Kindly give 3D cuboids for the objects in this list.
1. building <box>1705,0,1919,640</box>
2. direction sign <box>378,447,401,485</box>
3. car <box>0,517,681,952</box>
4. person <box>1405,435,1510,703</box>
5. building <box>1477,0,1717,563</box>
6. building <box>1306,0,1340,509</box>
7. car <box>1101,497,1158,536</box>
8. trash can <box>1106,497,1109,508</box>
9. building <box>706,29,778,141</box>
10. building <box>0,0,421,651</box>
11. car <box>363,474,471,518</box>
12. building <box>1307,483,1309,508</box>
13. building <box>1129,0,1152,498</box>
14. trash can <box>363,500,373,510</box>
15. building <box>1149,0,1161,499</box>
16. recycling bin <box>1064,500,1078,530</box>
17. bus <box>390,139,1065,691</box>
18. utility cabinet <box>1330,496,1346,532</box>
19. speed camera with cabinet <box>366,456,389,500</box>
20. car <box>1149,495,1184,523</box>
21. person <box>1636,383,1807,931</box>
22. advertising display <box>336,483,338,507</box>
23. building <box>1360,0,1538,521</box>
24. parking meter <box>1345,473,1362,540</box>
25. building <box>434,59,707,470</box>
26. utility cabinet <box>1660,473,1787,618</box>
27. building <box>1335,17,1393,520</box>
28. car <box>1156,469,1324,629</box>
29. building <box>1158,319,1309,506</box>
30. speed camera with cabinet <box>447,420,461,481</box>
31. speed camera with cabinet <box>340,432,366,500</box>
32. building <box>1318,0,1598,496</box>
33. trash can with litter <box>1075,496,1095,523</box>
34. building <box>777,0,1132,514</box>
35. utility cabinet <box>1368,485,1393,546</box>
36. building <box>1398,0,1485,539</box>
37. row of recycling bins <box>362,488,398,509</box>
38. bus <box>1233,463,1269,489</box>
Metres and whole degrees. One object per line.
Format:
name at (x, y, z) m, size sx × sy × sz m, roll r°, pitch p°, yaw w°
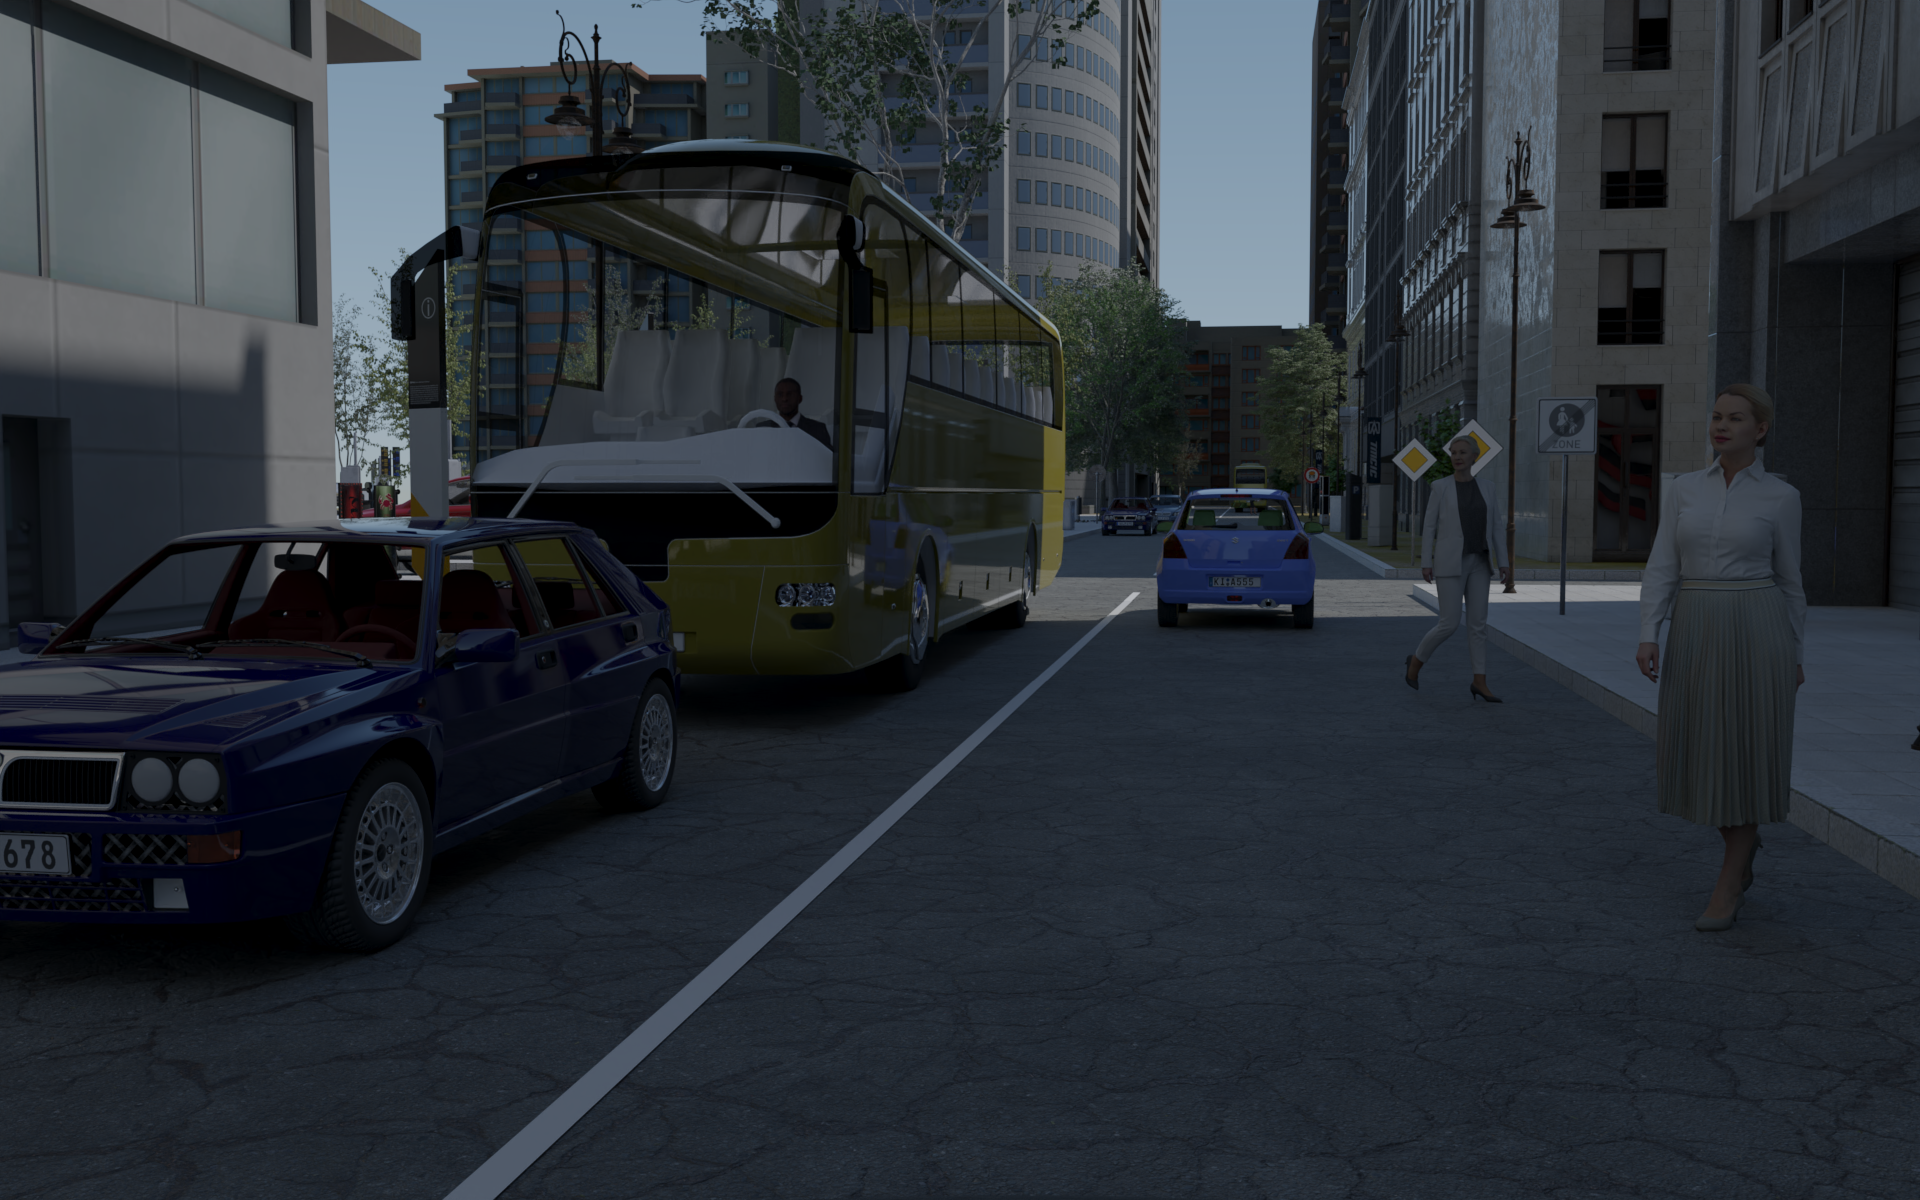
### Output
building at (13.297, -11.710, 9.476) m, size 12.078 × 24.808 × 19.932 m, roll 1°, pitch 4°, yaw 9°
direction sign at (-27.201, -5.553, 82.795) m, size 0.876 × 3.537 × 0.379 m, roll -1°, pitch 4°, yaw -17°
car at (-2.430, 0.356, 6.754) m, size 1.945 × 1.354 × 3.894 m, roll 1°, pitch 4°, yaw 10°
person at (3.487, -0.232, 12.167) m, size 0.514 × 1.842 × 0.818 m, roll -2°, pitch 4°, yaw -29°
building at (20.130, -11.057, 35.533) m, size 16.860 × 20.320 × 10.420 m, roll 1°, pitch 4°, yaw 9°
building at (38.483, -30.855, 154.588) m, size 14.600 × 45.320 × 14.200 m, roll 1°, pitch 4°, yaw 9°
car at (5.953, -2.936, 60.588) m, size 1.945 × 1.354 × 3.894 m, roll 1°, pitch 4°, yaw 11°
trash can at (8.379, -5.331, 98.811) m, size 0.748 × 1.137 × 0.748 m, roll 0°, pitch 3°, yaw 0°
building at (-12.015, -33.637, 173.663) m, size 21.600 × 48.544 × 21.300 m, roll 1°, pitch 4°, yaw 9°
building at (-20.860, -25.669, 8.925) m, size 27.495 × 52.752 × 28.713 m, roll 1°, pitch 4°, yaw 9°
car at (-8.206, -1.308, 30.067) m, size 5.304 × 1.827 × 2.281 m, roll 1°, pitch 4°, yaw 10°
building at (41.186, -29.690, 169.018) m, size 14.154 × 41.232 × 14.086 m, roll 1°, pitch 4°, yaw 9°
building at (4.838, -31.968, 146.378) m, size 21.300 × 48.544 × 21.600 m, roll 1°, pitch 4°, yaw 9°
trash can at (-14.599, -1.853, 41.948) m, size 0.748 × 1.137 × 0.748 m, roll 0°, pitch 3°, yaw 0°
building at (9.004, -44.800, 170.732) m, size 20.611 × 71.187 × 20.563 m, roll 1°, pitch 4°, yaw 9°
recycling bin at (3.671, -3.000, 61.605) m, size 0.722 × 1.027 × 0.722 m, roll 1°, pitch 4°, yaw 14°
bus at (-0.928, -1.493, 15.966) m, size 2.896 × 3.916 × 12.252 m, roll 1°, pitch 4°, yaw 10°
utility cabinet at (12.896, -2.917, 58.861) m, size 0.306 × 1.237 × 1.020 m, roll -1°, pitch 4°, yaw -9°
speed camera with cabinet at (-30.381, -5.780, 88.845) m, size 2.038 × 3.252 × 0.660 m, roll -2°, pitch 4°, yaw -32°
car at (8.576, -3.686, 72.262) m, size 2.014 × 1.417 × 4.499 m, roll 1°, pitch 4°, yaw 10°
person at (2.614, 0.175, 5.872) m, size 0.641 × 1.798 × 0.478 m, roll -3°, pitch 5°, yaw -43°
advertising display at (-34.300, -5.571, 96.296) m, size 0.974 × 1.923 × 0.123 m, roll -2°, pitch 4°, yaw -28°
building at (24.690, -17.007, 71.577) m, size 14.314 × 27.812 × 24.014 m, roll 1°, pitch 4°, yaw 9°
parking meter at (11.009, -2.613, 48.432) m, size 0.399 × 1.863 × 0.255 m, roll -1°, pitch 4°, yaw -20°
building at (-36.898, -32.009, 177.963) m, size 28.867 × 44.769 × 22.147 m, roll 1°, pitch 4°, yaw 9°
utility cabinet at (7.800, -0.553, 17.714) m, size 1.173 × 1.500 × 0.318 m, roll 0°, pitch 4°, yaw -3°
building at (27.836, -18.817, 93.566) m, size 13.634 × 28.700 × 20.117 m, roll 1°, pitch 4°, yaw 9°
car at (3.191, -0.628, 19.861) m, size 1.945 × 1.707 × 3.694 m, roll 1°, pitch 4°, yaw 10°
building at (26.554, -22.013, 204.949) m, size 28.899 × 21.520 × 27.650 m, roll 1°, pitch 4°, yaw 9°
speed camera with cabinet at (-13.463, -3.218, 46.951) m, size 0.660 × 3.252 × 2.038 m, roll 2°, pitch 4°, yaw 28°
speed camera with cabinet at (-19.756, -3.781, 56.162) m, size 0.660 × 3.252 × 2.038 m, roll -1°, pitch 4°, yaw -17°
building at (39.119, -29.241, 132.718) m, size 22.147 × 44.769 × 28.867 m, roll 1°, pitch 4°, yaw 9°
trash can with litter at (5.298, -4.132, 78.616) m, size 1.678 × 1.210 × 2.233 m, roll 0°, pitch 4°, yaw 4°
building at (0.589, -35.448, 121.578) m, size 21.231 × 58.520 × 28.212 m, roll 1°, pitch 4°, yaw 9°
utility cabinet at (10.360, -2.072, 42.557) m, size 0.318 × 1.500 × 1.173 m, roll 2°, pitch 4°, yaw 33°
building at (18.602, -12.333, 50.796) m, size 9.793 × 20.994 × 18.267 m, roll 1°, pitch 4°, yaw 9°
row of recycling bins at (-37.986, -6.405, 111.828) m, size 1.069 × 1.692 × 3.534 m, roll 3°, pitch 5°, yaw 39°
bus at (23.128, -8.946, 137.820) m, size 2.896 × 3.916 × 12.252 m, roll 1°, pitch 4°, yaw 10°
